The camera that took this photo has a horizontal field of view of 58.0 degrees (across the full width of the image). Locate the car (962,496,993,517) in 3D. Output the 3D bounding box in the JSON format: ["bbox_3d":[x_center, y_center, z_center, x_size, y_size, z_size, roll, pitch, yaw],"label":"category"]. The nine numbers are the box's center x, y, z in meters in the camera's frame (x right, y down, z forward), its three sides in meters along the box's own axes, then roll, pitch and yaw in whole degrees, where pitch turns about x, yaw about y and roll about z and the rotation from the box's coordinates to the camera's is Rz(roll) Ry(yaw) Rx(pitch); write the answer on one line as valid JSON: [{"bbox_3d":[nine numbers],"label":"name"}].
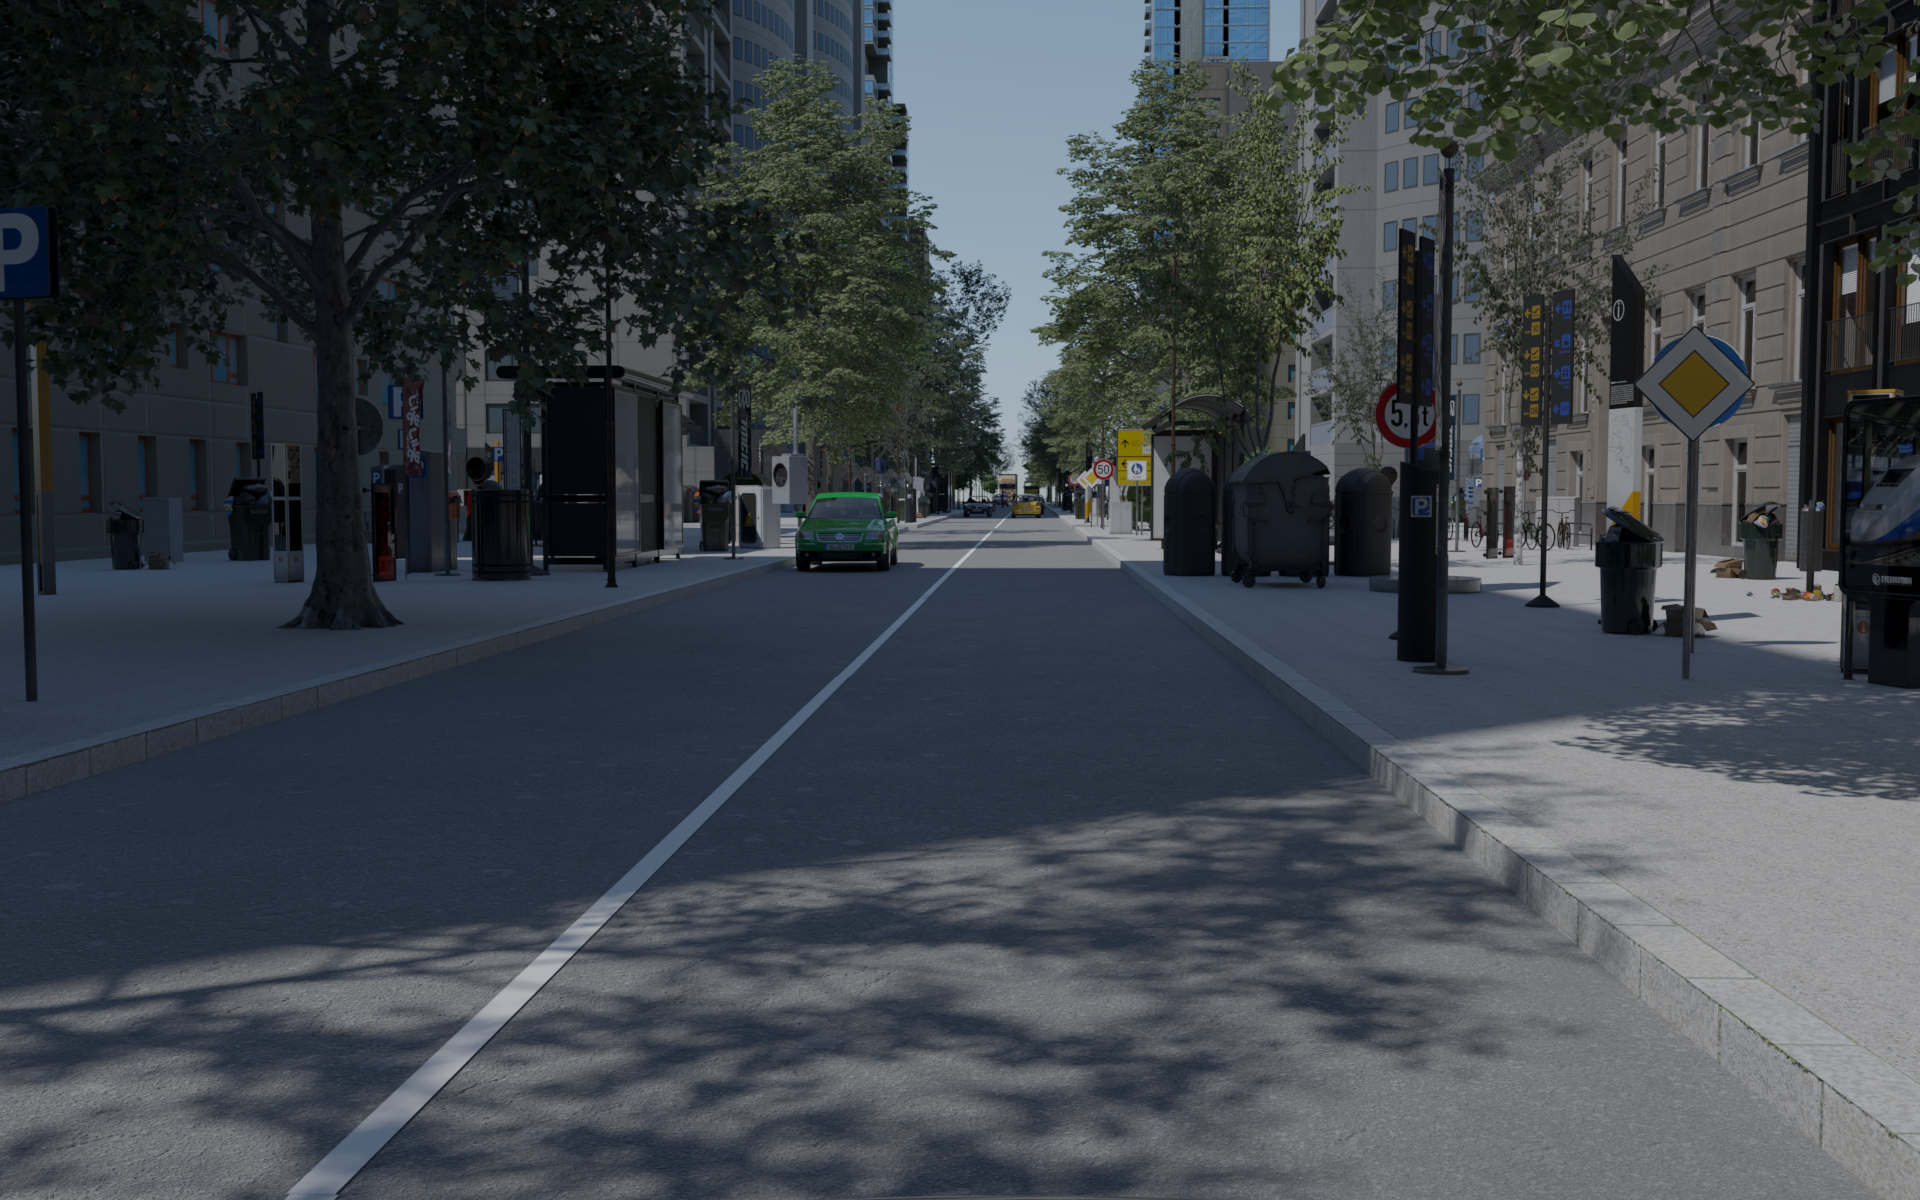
[{"bbox_3d":[1.135,-5.870,108.554,1.945,1.354,3.894,0,4,3],"label":"car"}]

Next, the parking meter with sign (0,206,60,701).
[{"bbox_3d":[-5.976,-0.831,9.851,0.543,3.016,1.738,1,4,16],"label":"parking meter with sign"}]

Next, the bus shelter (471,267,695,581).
[{"bbox_3d":[-6.455,-3.183,29.673,2.179,5.291,8.768,0,4,2],"label":"bus shelter"}]

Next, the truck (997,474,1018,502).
[{"bbox_3d":[6.733,-15.471,241.859,2.839,4.237,11.283,0,4,3],"label":"truck"}]

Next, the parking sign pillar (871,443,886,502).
[{"bbox_3d":[-4.344,-6.359,92.443,1.447,3.967,1.447,1,4,15],"label":"parking sign pillar"}]

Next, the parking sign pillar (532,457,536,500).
[{"bbox_3d":[-22.423,-6.136,88.789,1.447,3.967,1.447,1,4,23],"label":"parking sign pillar"}]

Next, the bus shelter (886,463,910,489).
[{"bbox_3d":[-3.991,-7.113,110.224,2.014,3.302,5.546,0,4,2],"label":"bus shelter"}]

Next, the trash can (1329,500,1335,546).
[{"bbox_3d":[9.135,-1.935,43.293,0.748,1.137,0.748,0,3,0],"label":"trash can"}]

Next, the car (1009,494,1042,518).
[{"bbox_3d":[3.935,-5.703,103.463,2.015,1.641,3.980,0,4,1],"label":"car"}]

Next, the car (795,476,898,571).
[{"bbox_3d":[-2.164,-1.522,33.689,1.959,1.807,4.718,0,4,1],"label":"car"}]

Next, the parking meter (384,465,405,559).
[{"bbox_3d":[-11.226,-1.755,34.401,0.255,1.863,0.399,1,4,12],"label":"parking meter"}]

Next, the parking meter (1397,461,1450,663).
[{"bbox_3d":[3.561,-0.299,13.307,0.372,1.533,0.369,0,3,0],"label":"parking meter"}]

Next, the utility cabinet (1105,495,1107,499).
[{"bbox_3d":[12.364,-8.204,145.303,0.306,1.237,1.020,-1,4,-14],"label":"utility cabinet"}]

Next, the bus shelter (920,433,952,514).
[{"bbox_3d":[-1.583,-8.501,116.617,2.179,5.291,8.768,0,4,2],"label":"bus shelter"}]

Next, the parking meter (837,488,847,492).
[{"bbox_3d":[-4.570,-3.590,67.110,0.372,1.533,0.369,0,3,0],"label":"parking meter"}]

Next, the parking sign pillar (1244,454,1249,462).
[{"bbox_3d":[19.211,-7.666,113.804,1.447,3.967,1.447,1,4,12],"label":"parking sign pillar"}]

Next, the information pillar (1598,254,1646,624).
[{"bbox_3d":[6.428,-1.554,16.762,0.183,3.616,0.504,-1,4,-9],"label":"information pillar"}]

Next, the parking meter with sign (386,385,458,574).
[{"bbox_3d":[-8.792,-1.973,28.522,0.543,3.016,1.738,0,4,4],"label":"parking meter with sign"}]

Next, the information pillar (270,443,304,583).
[{"bbox_3d":[-9.749,-1.261,25.112,0.304,2.012,0.304,2,4,25],"label":"information pillar"}]

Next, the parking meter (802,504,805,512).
[{"bbox_3d":[-9.057,-5.694,101.501,0.372,1.533,0.369,0,3,0],"label":"parking meter"}]

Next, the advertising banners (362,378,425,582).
[{"bbox_3d":[-8.465,-1.783,25.333,0.090,3.025,2.074,1,4,21],"label":"advertising banners"}]

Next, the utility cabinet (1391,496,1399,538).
[{"bbox_3d":[13.114,-2.444,51.128,1.020,1.237,0.306,-3,5,-43],"label":"utility cabinet"}]

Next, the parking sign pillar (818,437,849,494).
[{"bbox_3d":[-5.536,-5.430,77.251,1.447,3.967,1.447,3,5,42],"label":"parking sign pillar"}]

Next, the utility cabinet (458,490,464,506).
[{"bbox_3d":[-24.339,-4.736,86.108,1.173,1.500,0.318,-2,4,-25],"label":"utility cabinet"}]

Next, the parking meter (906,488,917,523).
[{"bbox_3d":[-2.147,-4.272,78.252,0.372,1.533,0.369,0,3,0],"label":"parking meter"}]

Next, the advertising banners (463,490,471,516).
[{"bbox_3d":[-18.837,-4.310,66.664,2.074,3.025,0.090,-1,4,-17],"label":"advertising banners"}]

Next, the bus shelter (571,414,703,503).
[{"bbox_3d":[-7.224,-2.723,38.445,2.014,3.302,5.546,0,4,2],"label":"bus shelter"}]

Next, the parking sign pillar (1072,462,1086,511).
[{"bbox_3d":[8.608,-8.129,121.385,1.447,3.967,1.447,-3,5,-40],"label":"parking sign pillar"}]

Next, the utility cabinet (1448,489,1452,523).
[{"bbox_3d":[21.389,-4.137,76.325,0.318,1.500,1.173,2,4,25],"label":"utility cabinet"}]

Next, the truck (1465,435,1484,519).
[{"bbox_3d":[29.287,-4.870,69.381,18.799,4.110,2.967,0,4,4],"label":"truck"}]

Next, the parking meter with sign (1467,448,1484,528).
[{"bbox_3d":[19.638,-4.225,65.341,0.543,3.016,1.738,2,4,34],"label":"parking meter with sign"}]

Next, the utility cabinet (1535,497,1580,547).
[{"bbox_3d":[14.612,-1.910,42.383,0.306,1.237,1.020,-3,5,-43],"label":"utility cabinet"}]

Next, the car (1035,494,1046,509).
[{"bbox_3d":[7.409,-9.578,168.599,2.014,1.417,4.499,0,4,2],"label":"car"}]

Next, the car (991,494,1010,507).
[{"bbox_3d":[4.662,-11.512,197.254,2.155,1.783,4.494,0,4,3],"label":"car"}]

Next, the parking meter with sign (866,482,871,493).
[{"bbox_3d":[-5.728,-7.080,112.012,0.543,3.016,1.738,3,4,37],"label":"parking meter with sign"}]

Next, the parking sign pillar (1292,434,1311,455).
[{"bbox_3d":[15.276,-5.470,77.901,1.447,3.967,1.447,-1,4,-16],"label":"parking sign pillar"}]

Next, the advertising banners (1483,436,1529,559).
[{"bbox_3d":[11.050,-2.364,34.841,0.090,3.025,2.074,3,5,42],"label":"advertising banners"}]

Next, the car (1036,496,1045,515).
[{"bbox_3d":[5.059,-6.722,122.483,1.945,1.354,3.894,0,4,1],"label":"car"}]

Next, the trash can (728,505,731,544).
[{"bbox_3d":[-5.933,-1.883,42.436,0.748,1.137,0.748,0,3,0],"label":"trash can"}]

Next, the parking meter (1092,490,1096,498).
[{"bbox_3d":[9.341,-6.826,120.009,0.372,1.533,0.369,0,3,0],"label":"parking meter"}]

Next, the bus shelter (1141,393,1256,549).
[{"bbox_3d":[5.108,-2.675,37.662,2.014,3.302,5.546,0,4,2],"label":"bus shelter"}]

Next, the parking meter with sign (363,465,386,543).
[{"bbox_3d":[-15.163,-3.021,45.659,0.543,3.016,1.738,2,4,26],"label":"parking meter with sign"}]

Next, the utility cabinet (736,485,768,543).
[{"bbox_3d":[-5.336,-2.194,44.545,0.318,1.500,1.173,-3,4,-37],"label":"utility cabinet"}]

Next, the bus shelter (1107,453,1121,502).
[{"bbox_3d":[7.762,-5.272,80.113,2.014,3.302,5.546,0,4,2],"label":"bus shelter"}]

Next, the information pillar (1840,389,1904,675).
[{"bbox_3d":[6.506,-0.481,12.364,0.304,2.012,0.304,3,4,39],"label":"information pillar"}]

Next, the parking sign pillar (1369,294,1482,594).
[{"bbox_3d":[6.149,-2.099,22.795,1.447,3.967,1.447,1,4,12],"label":"parking sign pillar"}]

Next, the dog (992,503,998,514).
[{"bbox_3d":[2.247,-6.459,122.443,0.513,0.831,0.800,-2,4,-30],"label":"dog"}]

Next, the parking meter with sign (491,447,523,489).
[{"bbox_3d":[-16.368,-4.105,63.370,1.738,3.016,0.543,3,4,38],"label":"parking meter with sign"}]

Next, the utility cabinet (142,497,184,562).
[{"bbox_3d":[-15.140,-1.331,32.918,1.020,1.237,0.306,3,5,40],"label":"utility cabinet"}]
